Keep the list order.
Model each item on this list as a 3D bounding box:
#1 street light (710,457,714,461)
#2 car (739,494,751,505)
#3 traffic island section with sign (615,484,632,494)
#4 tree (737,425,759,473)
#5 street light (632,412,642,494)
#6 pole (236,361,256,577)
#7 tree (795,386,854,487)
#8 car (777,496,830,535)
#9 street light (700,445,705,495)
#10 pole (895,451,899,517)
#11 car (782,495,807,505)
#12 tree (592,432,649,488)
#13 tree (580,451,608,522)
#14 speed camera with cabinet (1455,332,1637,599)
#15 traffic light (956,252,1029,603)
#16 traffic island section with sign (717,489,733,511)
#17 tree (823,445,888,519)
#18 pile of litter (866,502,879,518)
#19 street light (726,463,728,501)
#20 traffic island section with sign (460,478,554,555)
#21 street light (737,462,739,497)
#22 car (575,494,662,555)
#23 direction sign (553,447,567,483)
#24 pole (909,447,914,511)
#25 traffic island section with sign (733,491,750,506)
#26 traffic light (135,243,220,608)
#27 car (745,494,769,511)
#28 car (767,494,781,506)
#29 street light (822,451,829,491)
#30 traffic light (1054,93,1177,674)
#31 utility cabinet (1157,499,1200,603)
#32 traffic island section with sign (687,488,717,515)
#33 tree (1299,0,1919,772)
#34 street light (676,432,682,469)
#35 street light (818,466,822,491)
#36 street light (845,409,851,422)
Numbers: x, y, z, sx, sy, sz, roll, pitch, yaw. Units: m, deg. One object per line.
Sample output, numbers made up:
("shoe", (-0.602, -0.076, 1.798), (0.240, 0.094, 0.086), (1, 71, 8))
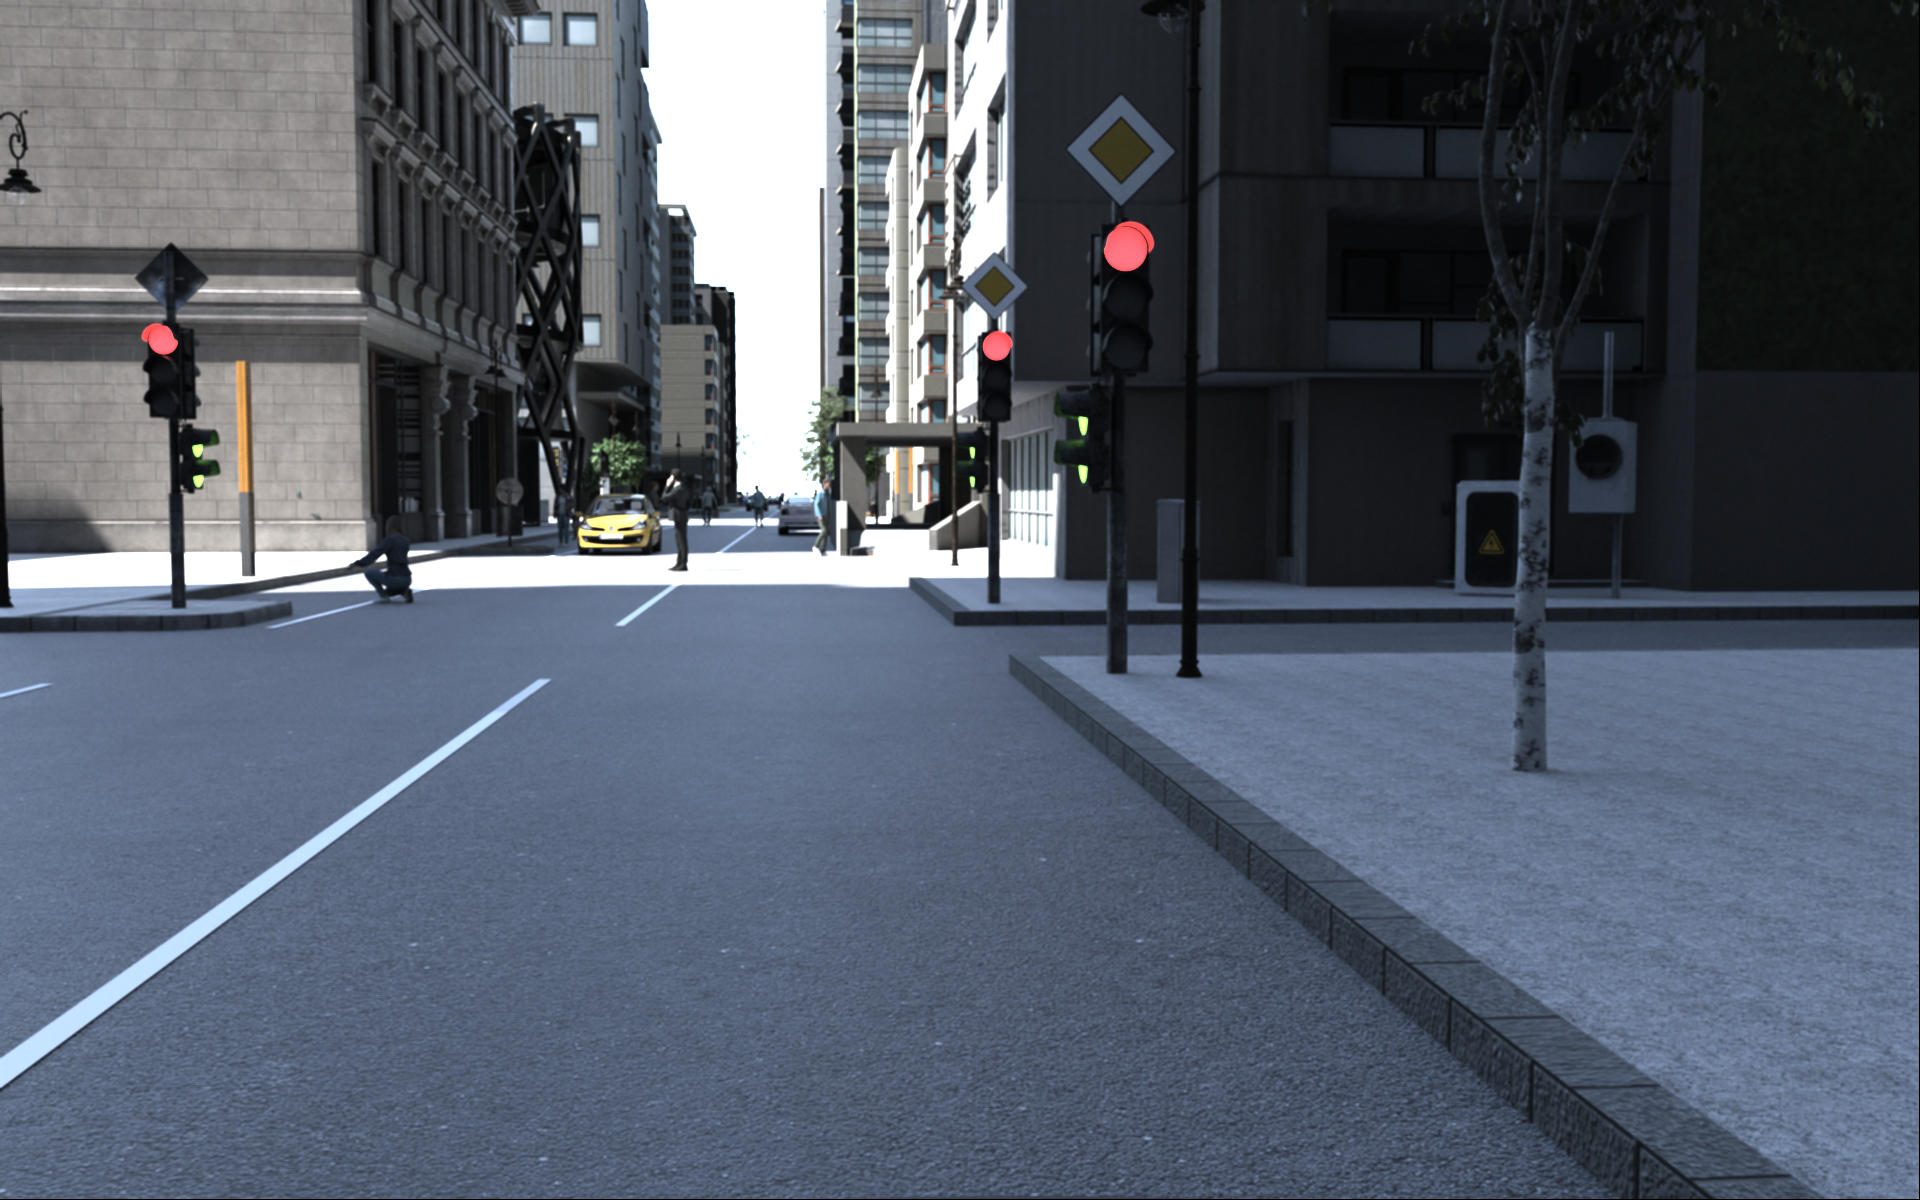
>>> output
("street light", (-25.486, -12.582, 178.506), (0.468, 5.910, 1.993), (0, 4, -5))
("car", (-26.742, -12.698, 217.205), (1.945, 1.707, 3.694), (0, 4, -3))
("traffic island section with sign", (-13.350, -3.684, 68.857), (1.989, 1.847, 2.006), (0, 4, -5))
("tree", (-32.942, -19.892, 250.986), (9.928, 11.665, 9.643), (0, 3, 0))
("street light", (-17.917, -7.548, 96.199), (0.468, 5.910, 1.993), (0, 4, -5))
("pole", (-11.021, -2.012, 26.732), (0.158, 3.312, 0.155), (0, 3, 0))
("tree", (-13.315, -16.100, 181.367), (7.486, 12.596, 7.792), (0, 3, 0))
("car", (-5.557, -3.053, 62.283), (2.083, 1.381, 4.827), (0, 4, -4))
("street light", (-23.784, -11.476, 160.413), (0.468, 5.910, 1.993), (0, 4, -5))
("pole", (-2.962, -5.389, 81.946), (0.158, 3.312, 0.155), (0, 3, 0))
("car", (-10.060, -5.843, 107.892), (2.083, 1.381, 4.827), (0, 4, -4))
("tree", (-17.978, -6.570, 91.133), (4.285, 4.588, 4.351), (0, 3, 0))
("tree", (-16.727, -5.122, 78.350), (1.663, 3.219, 1.824), (0, 3, 0))
("speed camera with cabinet", (7.240, -1.657, 21.434), (2.038, 3.252, 0.660), (2, 4, 32))
("traffic light", (0.379, -1.917, 20.269), (0.839, 4.253, 0.868), (0, 4, -5))
("traffic island section with sign", (-20.380, -8.375, 145.561), (1.989, 1.847, 2.006), (0, 4, -5))
("tree", (-5.370, -6.407, 88.467), (4.285, 4.588, 4.351), (0, 3, 0))
("pile of litter", (-5.032, -4.955, 94.979), (1.176, 0.858, 1.719), (-1, 4, -9))
("street light", (-28.434, -14.595, 211.423), (0.468, 5.910, 1.993), (0, 4, -5))
("traffic island section with sign", (-10.865, -2.024, 41.717), (1.989, 1.847, 2.006), (0, 4, -5))
("street light", (-31.299, -16.560, 243.536), (0.468, 5.910, 1.993), (0, 4, -5))
("car", (-8.206, -1.936, 41.872), (2.015, 1.641, 3.980), (0, 4, -5))
("direction sign", (-19.098, -5.561, 82.914), (0.876, 3.537, 0.379), (1, 4, 20))
("pole", (-1.902, -4.507, 67.526), (0.158, 3.312, 0.155), (0, 3, 0))
("traffic island section with sign", (-25.493, -11.790, 201.396), (1.989, 1.847, 2.006), (0, 4, -5))
("traffic light", (-8.793, -1.865, 19.417), (0.839, 4.253, 0.868), (0, 4, -5))
("car", (-17.230, -8.402, 147.154), (2.009, 1.686, 4.222), (0, 4, -4))
("car", (-22.614, -12.244, 209.980), (2.009, 1.686, 4.222), (0, 4, -4))
("street light", (-14.608, -13.248, 189.386), (0.468, 5.910, 1.993), (0, 4, -5))
("traffic light", (1.107, -1.431, 12.317), (0.839, 4.253, 0.868), (0, 4, -5))
("utility cabinet", (2.633, -0.589, 20.788), (0.306, 1.237, 1.020), (1, 4, 21))
("traffic island section with sign", (-17.923, -6.733, 118.718), (1.989, 1.847, 2.006), (0, 4, -5))
("tree", (2.884, -3.515, 7.832), (4.360, 8.622, 3.978), (0, 3, 0))
("street light", (-20.832, -9.512, 128.308), (0.468, 5.910, 1.993), (0, 4, -5))
("street light", (-17.518, -15.212, 221.495), (0.468, 5.910, 1.993), (0, 4, -5))
("street light", (-5.988, -7.462, 94.796), (0.468, 5.910, 1.993), (0, 4, -5))
